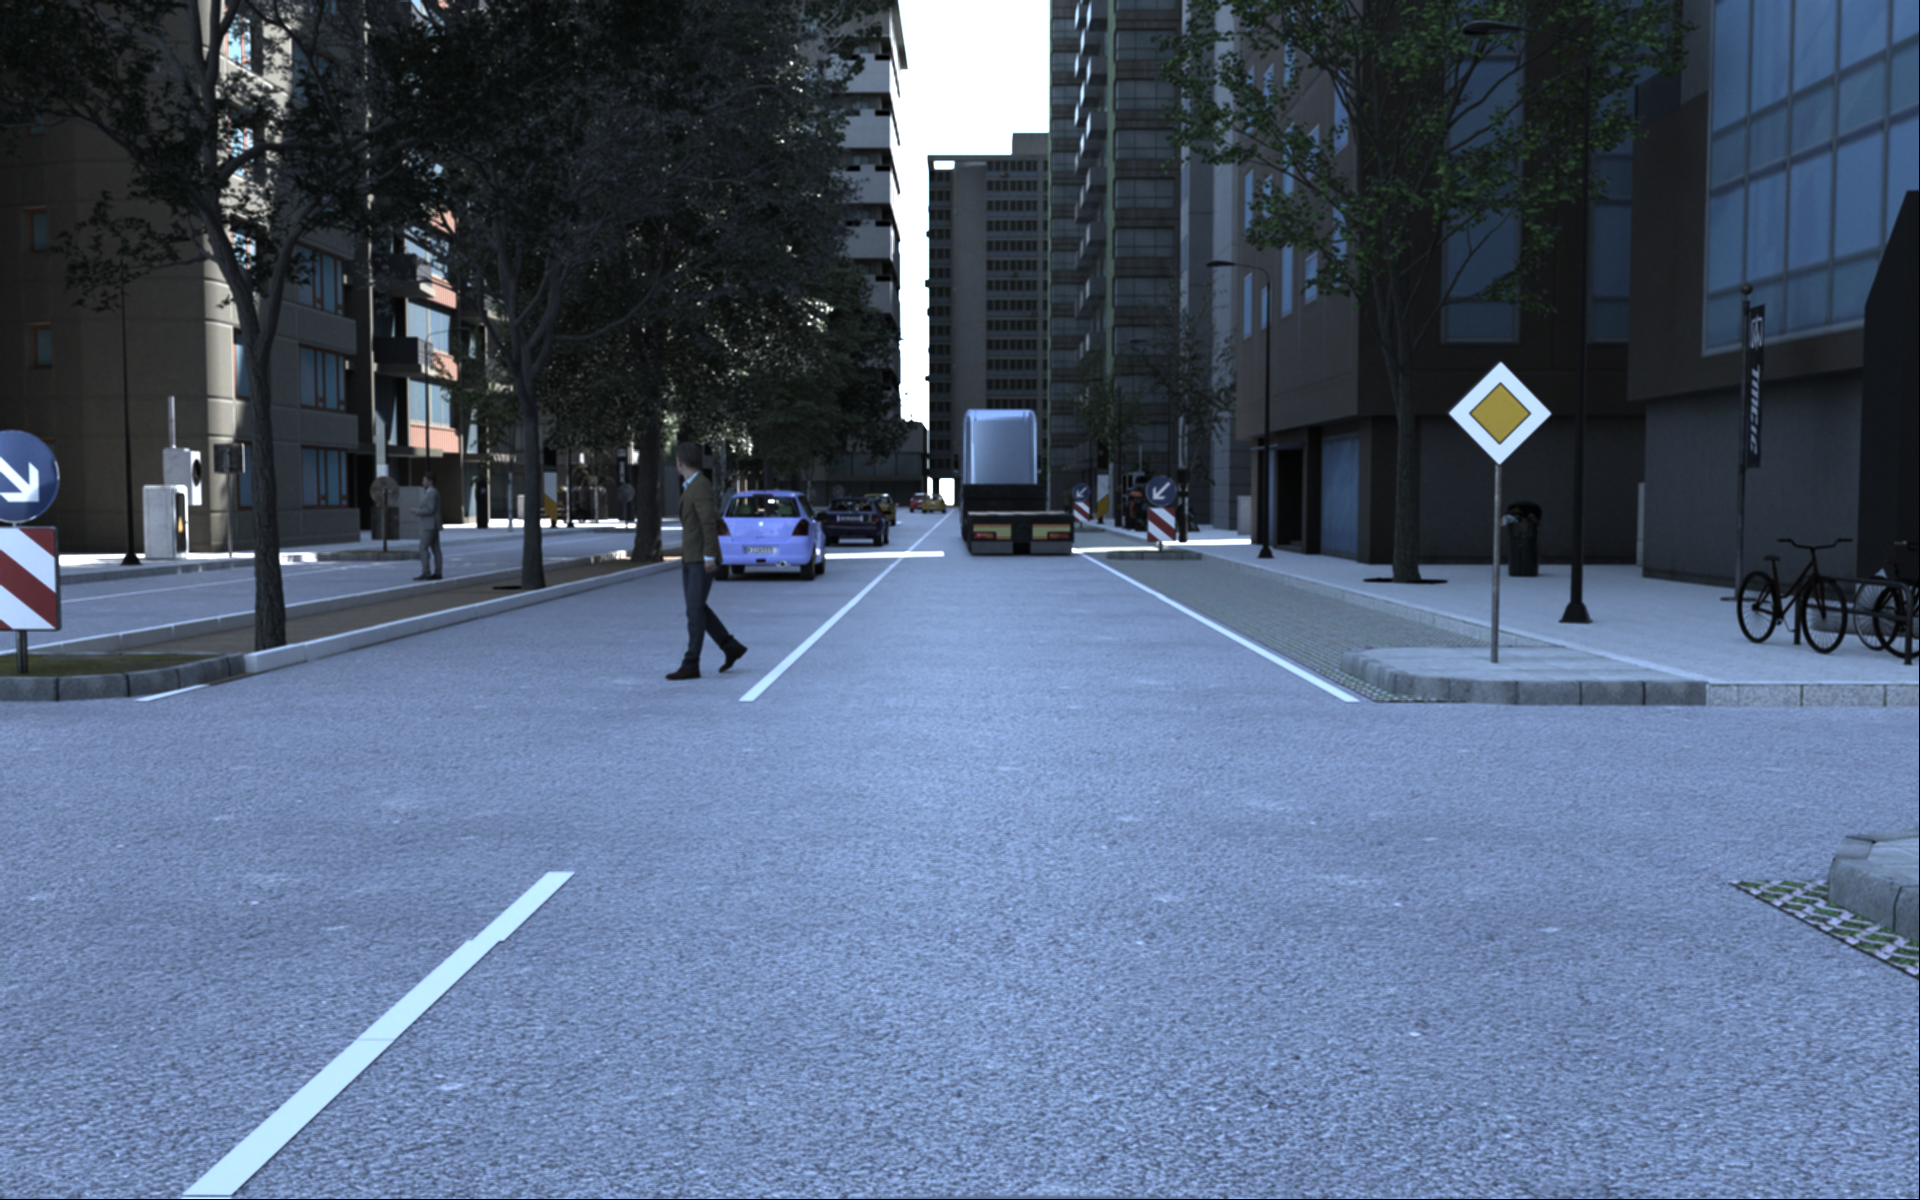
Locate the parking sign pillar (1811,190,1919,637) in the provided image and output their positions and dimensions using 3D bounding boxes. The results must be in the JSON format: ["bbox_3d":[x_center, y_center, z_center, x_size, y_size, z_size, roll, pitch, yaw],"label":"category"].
[{"bbox_3d":[8.756,-1.688,16.068,1.447,3.967,1.447,1,4,14],"label":"parking sign pillar"}]

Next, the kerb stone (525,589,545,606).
[{"bbox_3d":[-5.604,-0.019,22.498,0.120,0.150,1.000,0,4,0],"label":"kerb stone"}]

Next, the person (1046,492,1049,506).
[{"bbox_3d":[4.168,-4.709,85.333,0.795,1.843,0.661,3,4,36],"label":"person"}]

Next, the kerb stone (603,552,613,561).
[{"bbox_3d":[-7.613,-0.902,36.942,0.120,0.150,1.000,0,4,0],"label":"kerb stone"}]

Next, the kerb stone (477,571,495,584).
[{"bbox_3d":[-7.674,-0.331,27.671,0.120,0.150,1.000,0,4,0],"label":"kerb stone"}]

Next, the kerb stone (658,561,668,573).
[{"bbox_3d":[-5.544,-0.582,31.717,0.120,0.150,1.000,0,4,0],"label":"kerb stone"}]

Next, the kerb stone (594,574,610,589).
[{"bbox_3d":[-5.582,-0.265,26.595,0.120,0.150,1.000,0,4,0],"label":"kerb stone"}]

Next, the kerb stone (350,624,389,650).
[{"bbox_3d":[-5.638,0.362,16.337,0.120,0.150,1.000,0,4,0],"label":"kerb stone"}]

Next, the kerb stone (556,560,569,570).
[{"bbox_3d":[-7.642,-0.649,32.814,0.120,0.150,1.000,0,4,0],"label":"kerb stone"}]

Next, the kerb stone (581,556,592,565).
[{"bbox_3d":[-7.630,-0.775,34.873,0.120,0.150,1.000,0,4,0],"label":"kerb stone"}]

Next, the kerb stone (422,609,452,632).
[{"bbox_3d":[-5.626,0.233,18.382,0.120,0.150,1.000,0,4,0],"label":"kerb stone"}]

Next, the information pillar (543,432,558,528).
[{"bbox_3d":[-15.428,-4.522,65.289,0.504,3.616,0.183,-1,4,-14],"label":"information pillar"}]

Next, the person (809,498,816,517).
[{"bbox_3d":[-4.574,-2.422,52.372,0.425,1.301,0.394,-2,4,-33],"label":"person"}]

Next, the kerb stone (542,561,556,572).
[{"bbox_3d":[-7.650,-0.586,31.782,0.120,0.150,1.000,0,4,0],"label":"kerb stone"}]

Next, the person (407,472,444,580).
[{"bbox_3d":[-8.935,-1.239,28.961,0.583,1.804,0.606,-1,4,-12],"label":"person"}]

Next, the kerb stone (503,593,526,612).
[{"bbox_3d":[-5.605,0.045,21.465,0.120,0.150,1.000,0,4,0],"label":"kerb stone"}]

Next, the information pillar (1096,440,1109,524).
[{"bbox_3d":[6.133,-5.084,74.484,0.504,3.616,0.183,0,3,0],"label":"information pillar"}]

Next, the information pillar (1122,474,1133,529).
[{"bbox_3d":[6.196,-3.643,64.055,0.304,2.012,0.304,-2,4,-35],"label":"information pillar"}]

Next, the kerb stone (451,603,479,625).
[{"bbox_3d":[-5.624,0.171,19.407,0.120,0.150,1.000,0,4,0],"label":"kerb stone"}]

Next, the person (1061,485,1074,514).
[{"bbox_3d":[5.107,-4.471,81.514,0.656,1.842,0.836,0,4,-3],"label":"person"}]

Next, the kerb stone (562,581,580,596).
[{"bbox_3d":[-5.594,-0.144,24.546,0.120,0.150,1.000,0,4,0],"label":"kerb stone"}]

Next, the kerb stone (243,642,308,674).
[{"bbox_3d":[-5.656,0.483,14.293,0.120,0.150,1.000,0,4,0],"label":"kerb stone"}]

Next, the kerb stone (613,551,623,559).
[{"bbox_3d":[-7.609,-0.962,37.964,0.120,0.150,1.000,0,4,0],"label":"kerb stone"}]

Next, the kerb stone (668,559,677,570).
[{"bbox_3d":[-5.540,-0.642,32.743,0.120,0.150,1.000,0,4,0],"label":"kerb stone"}]

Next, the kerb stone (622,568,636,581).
[{"bbox_3d":[-5.566,-0.392,28.646,0.120,0.150,1.000,0,4,0],"label":"kerb stone"}]

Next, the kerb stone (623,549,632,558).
[{"bbox_3d":[-7.596,-1.027,38.990,0.120,0.150,1.000,0,4,0],"label":"kerb stone"}]

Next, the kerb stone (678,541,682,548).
[{"bbox_3d":[-7.554,-1.466,46.168,0.120,0.150,1.000,0,4,0],"label":"kerb stone"}]

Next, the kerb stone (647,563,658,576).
[{"bbox_3d":[-5.550,-0.520,30.695,0.120,0.150,1.000,0,4,0],"label":"kerb stone"}]

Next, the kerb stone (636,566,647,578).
[{"bbox_3d":[-5.552,-0.457,29.670,0.120,0.150,1.000,0,4,0],"label":"kerb stone"}]

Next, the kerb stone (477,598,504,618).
[{"bbox_3d":[-5.608,0.108,20.431,0.120,0.150,1.000,0,4,0],"label":"kerb stone"}]

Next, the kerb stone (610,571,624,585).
[{"bbox_3d":[-5.566,-0.324,27.621,0.120,0.150,1.000,0,4,0],"label":"kerb stone"}]

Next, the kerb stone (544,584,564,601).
[{"bbox_3d":[-5.593,-0.081,23.523,0.120,0.150,1.000,0,4,0],"label":"kerb stone"}]

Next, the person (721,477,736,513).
[{"bbox_3d":[-4.935,-1.743,37.265,0.793,1.790,0.793,-3,5,-41],"label":"person"}]

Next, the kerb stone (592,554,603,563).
[{"bbox_3d":[-7.621,-0.839,35.914,0.120,0.150,1.000,0,4,0],"label":"kerb stone"}]

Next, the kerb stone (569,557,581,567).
[{"bbox_3d":[-7.632,-0.707,33.852,0.120,0.150,1.000,0,4,0],"label":"kerb stone"}]

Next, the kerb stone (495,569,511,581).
[{"bbox_3d":[-7.670,-0.397,28.693,0.120,0.150,1.000,0,4,0],"label":"kerb stone"}]

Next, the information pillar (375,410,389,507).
[{"bbox_3d":[-16.118,-3.484,48.311,0.504,3.616,0.183,3,5,39],"label":"information pillar"}]

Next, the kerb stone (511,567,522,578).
[{"bbox_3d":[-7.658,-0.461,29.727,0.120,0.150,1.000,0,4,0],"label":"kerb stone"}]

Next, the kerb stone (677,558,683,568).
[{"bbox_3d":[-5.532,-0.708,33.765,0.120,0.150,1.000,0,4,0],"label":"kerb stone"}]

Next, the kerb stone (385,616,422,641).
[{"bbox_3d":[-5.633,0.296,17.359,0.120,0.150,1.000,0,4,0],"label":"kerb stone"}]

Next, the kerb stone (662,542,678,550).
[{"bbox_3d":[-7.561,-1.402,45.142,0.120,0.150,1.000,0,4,0],"label":"kerb stone"}]

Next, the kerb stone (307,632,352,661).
[{"bbox_3d":[-5.638,0.425,15.315,0.120,0.150,1.000,0,4,0],"label":"kerb stone"}]

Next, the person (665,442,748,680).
[{"bbox_3d":[-2.040,-0.320,13.640,0.656,1.842,0.836,3,5,43],"label":"person"}]

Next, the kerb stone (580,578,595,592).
[{"bbox_3d":[-5.591,-0.201,25.569,0.120,0.150,1.000,0,4,0],"label":"kerb stone"}]
